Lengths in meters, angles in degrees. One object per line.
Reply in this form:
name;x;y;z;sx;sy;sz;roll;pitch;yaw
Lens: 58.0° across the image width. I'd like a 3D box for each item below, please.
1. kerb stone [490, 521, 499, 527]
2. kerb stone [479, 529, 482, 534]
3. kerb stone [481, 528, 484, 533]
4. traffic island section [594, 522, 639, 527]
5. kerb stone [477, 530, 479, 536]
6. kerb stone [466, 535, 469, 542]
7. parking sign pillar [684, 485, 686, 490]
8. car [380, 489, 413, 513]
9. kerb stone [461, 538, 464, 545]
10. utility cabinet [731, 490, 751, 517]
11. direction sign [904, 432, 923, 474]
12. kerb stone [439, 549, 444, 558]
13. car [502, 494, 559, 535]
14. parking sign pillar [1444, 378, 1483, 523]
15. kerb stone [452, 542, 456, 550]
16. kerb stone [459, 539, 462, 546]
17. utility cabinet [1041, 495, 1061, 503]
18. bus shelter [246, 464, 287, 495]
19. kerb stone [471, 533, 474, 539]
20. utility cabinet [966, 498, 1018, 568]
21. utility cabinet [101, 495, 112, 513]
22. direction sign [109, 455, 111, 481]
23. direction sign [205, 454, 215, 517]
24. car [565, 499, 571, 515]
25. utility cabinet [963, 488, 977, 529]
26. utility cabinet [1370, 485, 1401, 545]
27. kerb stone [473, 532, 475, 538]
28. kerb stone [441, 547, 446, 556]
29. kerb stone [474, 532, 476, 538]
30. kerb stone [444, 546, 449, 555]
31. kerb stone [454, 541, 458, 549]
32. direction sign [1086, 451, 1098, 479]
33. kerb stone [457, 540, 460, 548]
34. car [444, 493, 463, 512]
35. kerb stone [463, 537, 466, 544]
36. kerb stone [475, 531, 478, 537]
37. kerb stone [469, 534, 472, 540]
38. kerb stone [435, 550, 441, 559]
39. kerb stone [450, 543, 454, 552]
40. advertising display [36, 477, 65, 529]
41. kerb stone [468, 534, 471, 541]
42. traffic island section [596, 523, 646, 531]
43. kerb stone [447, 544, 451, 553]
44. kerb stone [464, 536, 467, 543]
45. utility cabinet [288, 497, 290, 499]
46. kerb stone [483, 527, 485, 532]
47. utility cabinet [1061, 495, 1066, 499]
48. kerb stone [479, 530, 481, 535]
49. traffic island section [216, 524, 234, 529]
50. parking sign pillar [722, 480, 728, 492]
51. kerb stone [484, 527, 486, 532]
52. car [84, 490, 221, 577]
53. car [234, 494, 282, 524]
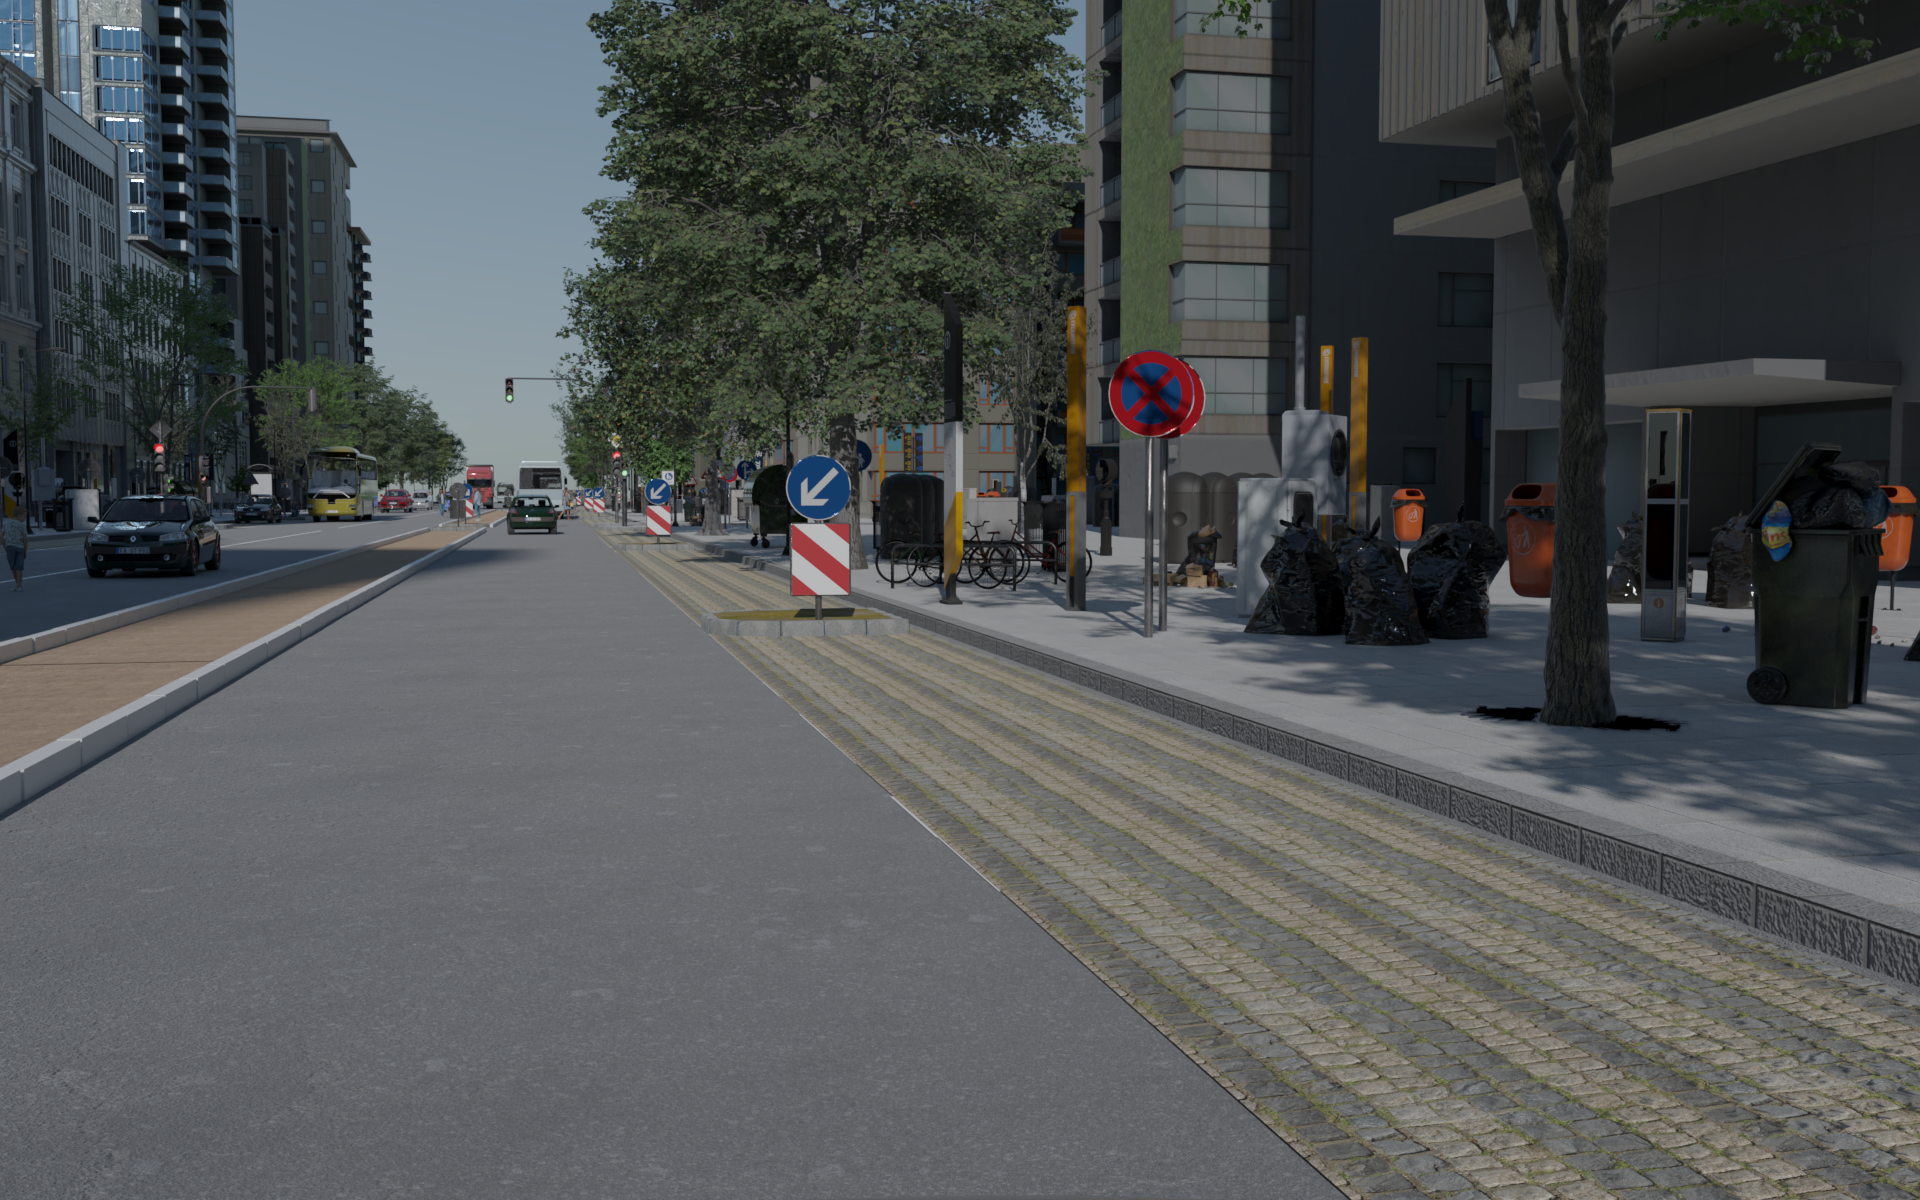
kerb stone;-20.953;-3.402;77.917;0.120;0.150;1.000;-1;4;-13
kerb stone;-16.579;-2.276;59.407;0.120;0.150;1.000;-1;4;-13
kerb stone;-17.042;-2.398;61.406;0.120;0.150;1.000;-1;4;-13
traffic island section;-15.105;-3.310;76.393;2.009;0.180;2.903;-1;4;-13
kerb stone;-16.102;-2.154;57.415;0.120;0.150;1.000;-1;4;-13
kerb stone;-14.456;-1.728;50.441;0.120;0.150;1.000;-1;4;-13
parking sign pillar;-20.465;-8.505;127.533;1.447;3.967;1.447;0;4;-1
car;-43.254;-7.602;132.961;2.281;1.827;5.304;-1;4;-12
kerb stone;-13.753;-1.543;47.448;0.120;0.150;1.000;-1;4;-13
utility cabinet;-11.794;-5.218;93.995;1.173;1.500;0.318;0;4;1
direction sign;-1.720;-4.397;63.882;0.876;3.537;0.379;-3;5;-40
kerb stone;-11.623;-0.996;38.477;0.120;0.150;1.000;-1;4;-13
car;-15.442;-3.218;62.403;2.009;1.686;4.222;-1;4;-15
parking sign pillar;11.887;-3.208;40.928;1.447;3.967;1.447;0;4;-5
kerb stone;-12.803;-1.301;43.467;0.120;0.150;1.000;-1;4;-13
kerb stone;-13.513;-1.484;46.454;0.120;0.150;1.000;-1;4;-13
utility cabinet;4.359;-4.464;84.146;0.306;1.237;1.020;-2;4;-33
bus shelter;-47.722;-7.658;119.124;2.014;3.302;5.546;-1;4;-13
kerb stone;-15.171;-1.910;53.431;0.120;0.150;1.000;-1;4;-13
utility cabinet;0.563;-1.173;30.335;0.306;1.237;1.020;3;5;45
utility cabinet;-50.927;-5.609;102.871;1.020;1.237;0.306;0;4;0
direction sign;-49.191;-6.643;100.609;0.379;3.537;0.876;0;4;-6
direction sign;-42.412;-6.481;97.966;0.876;3.537;0.379;3;5;40
car;-28.341;-6.712;121.543;2.131;1.459;4.920;-1;4;-15
utility cabinet;0.293;-3.359;63.592;0.318;1.500;1.173;-1;4;-16
utility cabinet;10.539;-2.091;42.864;0.318;1.500;1.173;3;4;37
kerb stone;-15.397;-1.971;54.428;0.120;0.150;1.000;-1;4;-13
kerb stone;-11.858;-1.053;39.481;0.120;0.150;1.000;-1;4;-13
kerb stone;-15.646;-2.032;55.419;0.120;0.150;1.000;-1;4;-13
kerb stone;-12.095;-1.112;40.481;0.120;0.150;1.000;-1;4;-13
kerb stone;-13.047;-1.362;44.459;0.120;0.150;1.000;-1;4;-13
direction sign;6.919;-6.076;91.341;0.876;3.537;0.379;-2;4;-32
kerb stone;-13.279;-1.423;45.456;0.120;0.150;1.000;-1;4;-13
car;-40.273;-7.841;137.784;1.945;1.707;3.694;-1;4;-15
kerb stone;-13.981;-1.603;48.444;0.120;0.150;1.000;-1;4;-13
kerb stone;-15.866;-2.093;56.420;0.120;0.150;1.000;-1;4;-13
kerb stone;-14.927;-1.847;52.438;0.120;0.150;1.000;-1;4;-13
kerb stone;-11.387;-0.935;37.483;0.120;0.150;1.000;-1;4;-13
kerb stone;-12.573;-1.240;42.470;0.120;0.150;1.000;-1;4;-13
advertising display;-33.847;-3.623;64.453;0.974;1.923;0.123;-2;4;-35
kerb stone;-14.689;-1.789;51.442;0.120;0.150;1.000;-1;4;-13
traffic island section;-13.266;-2.834;68.621;2.009;0.180;2.903;-1;4;-13
kerb stone;-12.334;-1.179;41.476;0.120;0.150;1.000;-1;4;-13
kerb stone;-14.219;-1.666;49.439;0.120;0.150;1.000;-1;4;-13
utility cabinet;-50.241;-7.221;129.220;0.306;1.237;1.020;0;4;-7
kerb stone;-17.282;-2.454;62.402;0.120;0.150;1.000;-1;4;-13
utility cabinet;5.219;-4.682;87.716;1.020;1.237;0.306;-2;4;-30
kerb stone;-16.336;-2.215;58.412;0.120;0.150;1.000;-1;4;-13
traffic island section;-31.642;-3.071;72.499;2.009;0.180;2.903;-1;4;-13
parking sign pillar;-20.165;-9.821;149.046;1.447;3.967;1.447;-1;4;-18
kerb stone;-17.518;-2.520;63.398;0.120;0.150;1.000;-1;4;-13
car;-14.486;-1.309;31.185;2.009;1.686;4.222;-1;4;-15
car;-34.286;-4.577;84.617;2.009;1.686;4.222;-1;4;-13
